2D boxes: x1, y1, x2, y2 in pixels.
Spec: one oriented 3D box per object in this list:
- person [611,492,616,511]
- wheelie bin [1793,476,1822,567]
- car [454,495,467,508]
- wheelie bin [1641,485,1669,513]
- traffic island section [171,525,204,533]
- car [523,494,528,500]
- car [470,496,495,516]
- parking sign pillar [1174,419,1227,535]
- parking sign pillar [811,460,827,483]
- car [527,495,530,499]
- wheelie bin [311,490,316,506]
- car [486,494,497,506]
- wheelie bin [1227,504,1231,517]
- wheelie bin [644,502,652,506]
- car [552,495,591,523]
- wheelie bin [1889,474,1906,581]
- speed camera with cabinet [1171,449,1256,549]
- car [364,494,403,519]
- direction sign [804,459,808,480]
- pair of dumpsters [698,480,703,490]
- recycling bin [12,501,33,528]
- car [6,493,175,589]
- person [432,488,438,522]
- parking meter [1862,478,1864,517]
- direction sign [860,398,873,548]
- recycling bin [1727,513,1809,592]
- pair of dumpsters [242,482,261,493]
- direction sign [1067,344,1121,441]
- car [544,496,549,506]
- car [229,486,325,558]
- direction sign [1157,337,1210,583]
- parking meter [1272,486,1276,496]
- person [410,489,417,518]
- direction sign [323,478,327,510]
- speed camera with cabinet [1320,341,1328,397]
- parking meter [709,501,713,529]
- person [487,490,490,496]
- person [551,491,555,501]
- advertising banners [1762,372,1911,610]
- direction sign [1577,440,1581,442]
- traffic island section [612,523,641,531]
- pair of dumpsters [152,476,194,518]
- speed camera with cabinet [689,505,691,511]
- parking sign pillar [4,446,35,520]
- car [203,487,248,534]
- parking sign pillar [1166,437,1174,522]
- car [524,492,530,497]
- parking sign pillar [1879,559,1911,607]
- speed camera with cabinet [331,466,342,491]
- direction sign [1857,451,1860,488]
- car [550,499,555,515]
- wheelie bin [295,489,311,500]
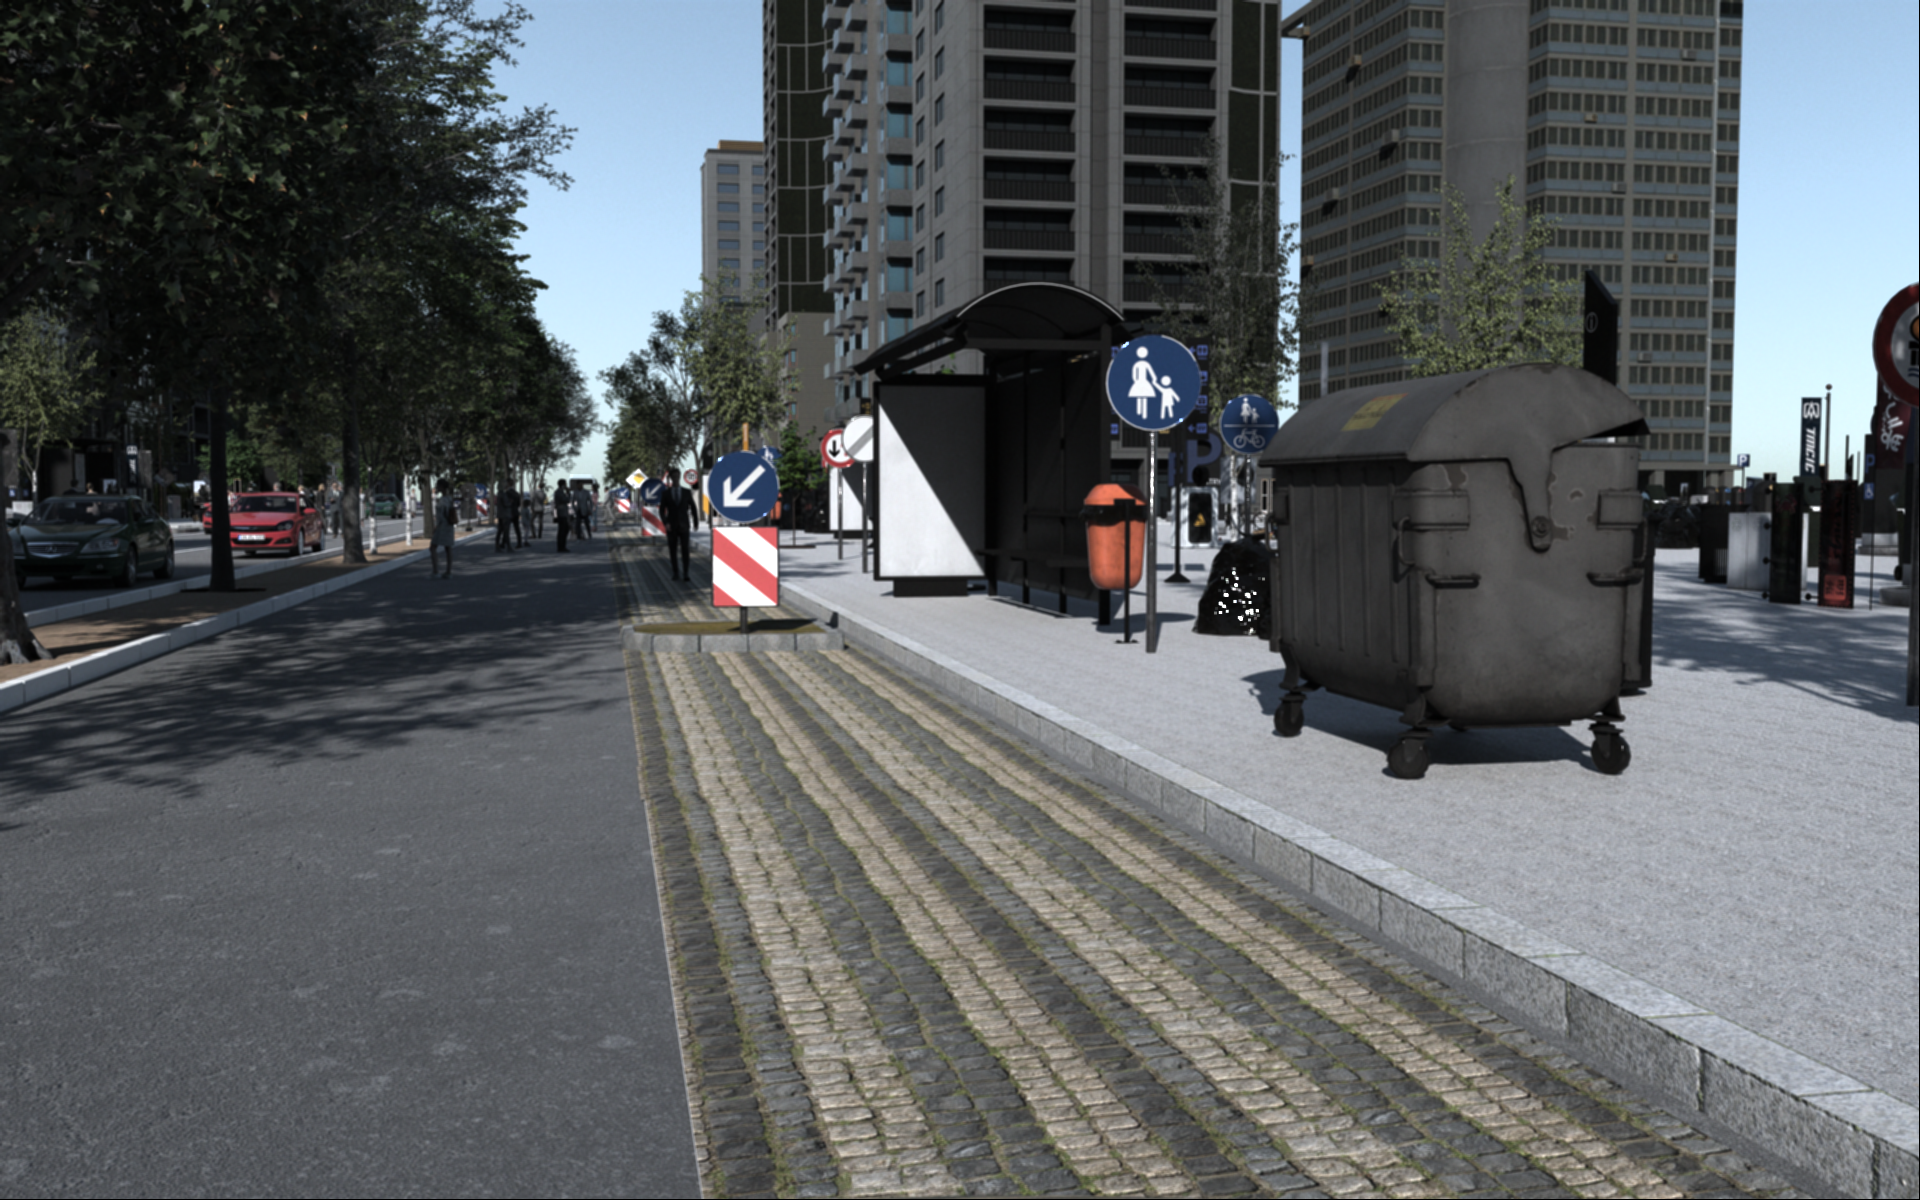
[{"bbox_3d":[-28.797,-8.147,143.513,0.589,1.601,0.330,0,4,-7],"label":"person"},{"bbox_3d":[14.868,-1.381,30.494,0.980,1.594,0.693,-2,4,-23],"label":"wheelie bin"},{"bbox_3d":[-44.306,-8.545,152.288,1.945,1.354,3.894,-1,4,-12],"label":"car"},{"bbox_3d":[23.414,-3.096,58.524,0.980,1.594,0.693,-1,4,-15],"label":"wheelie bin"},{"bbox_3d":[-29.435,-2.560,64.143,2.009,0.180,2.903,-1,4,-12],"label":"traffic island section"},{"bbox_3d":[-67.972,-15.709,269.209,2.083,1.381,4.827,-1,4,-12],"label":"car"},{"bbox_3d":[-31.289,-6.143,113.010,1.945,1.354,3.894,-1,4,-12],"label":"car"},{"bbox_3d":[7.659,-4.030,54.362,1.447,3.967,1.447,0,4,-4],"label":"parking sign pillar"},{"bbox_3d":[-9.112,-7.678,114.004,1.447,3.967,1.447,-1,4,-10],"label":"parking sign pillar"},{"bbox_3d":[-50.766,-11.920,206.889,2.014,1.417,4.499,-1,4,-12],"label":"car"},{"bbox_3d":[-53.612,-8.288,143.411,0.693,1.594,0.980,3,4,36],"label":"wheelie bin"},{"bbox_3d":[-56.507,-12.182,208.214,2.155,1.783,4.494,-1,4,-11],"label":"car"},{"bbox_3d":[12.998,-4.582,82.821,0.980,1.594,0.693,1,4,14],"label":"wheelie bin"},{"bbox_3d":[-24.248,-7.768,134.916,0.693,1.594,0.980,-2,4,-35],"label":"wheelie bin"},{"bbox_3d":[-19.509,-4.578,87.208,2.083,1.381,4.827,-1,4,-11],"label":"car"},{"bbox_3d":[14.155,-1.072,25.428,0.693,1.594,0.980,-3,5,-41],"label":"wheelie bin"},{"bbox_3d":[6.031,-2.861,41.110,2.038,3.252,0.660,-2,4,-25],"label":"speed camera with cabinet"},{"bbox_3d":[-33.522,-5.432,100.607,2.131,1.459,4.920,-1,4,-11],"label":"car"},{"bbox_3d":[-9.866,-7.118,108.370,0.876,3.537,0.379,-3,5,-41],"label":"direction sign"},{"bbox_3d":[-18.071,-7.506,125.223,1.574,2.255,4.437,-1,4,-12],"label":"pair of dumpsters"},{"bbox_3d":[-32.371,-2.899,59.949,0.722,1.027,0.722,-2,4,-30],"label":"recycling bin"},{"bbox_3d":[-13.920,-0.977,27.767,2.131,1.459,4.920,-1,4,-14],"label":"car"},{"bbox_3d":[-26.914,-4.873,88.740,0.524,1.755,0.480,2,4,34],"label":"person"},{"bbox_3d":[24.914,-2.548,47.369,0.255,1.863,0.399,-2,4,-26],"label":"parking meter"},{"bbox_3d":[-2.039,-2.997,41.002,0.379,3.537,0.876,3,5,42],"label":"direction sign"},{"bbox_3d":[10.813,-0.651,23.194,0.722,1.027,0.722,-1,4,-21],"label":"recycling bin"},{"bbox_3d":[-41.081,-5.891,98.809,1.574,2.255,4.437,-1,4,-12],"label":"pair of dumpsters"},{"bbox_3d":[1.900,-2.039,25.336,0.876,3.537,0.379,0,4,2],"label":"direction sign"},{"bbox_3d":[-52.729,-12.704,217.929,2.015,1.641,3.980,-1,4,-10],"label":"car"},{"bbox_3d":[-15.935,-1.898,40.076,2.155,1.783,4.494,-1,4,-11],"label":"car"},{"bbox_3d":[3.158,-2.022,25.062,0.876,3.537,0.379,0,4,3],"label":"direction sign"},{"bbox_3d":[10.158,-2.870,55.338,0.372,1.533,0.369,0,3,0],"label":"parking meter"},{"bbox_3d":[-32.800,-5.811,104.082,0.524,1.755,0.480,2,4,33],"label":"person"},{"bbox_3d":[-52.566,-9.244,143.136,0.379,3.537,0.876,-1,4,-22],"label":"direction sign"},{"bbox_3d":[4.836,-1.684,21.862,0.660,3.252,2.038,0,4,7],"label":"speed camera with cabinet"},{"bbox_3d":[-8.972,-3.524,63.330,0.399,1.863,0.255,0,4,1],"label":"parking meter"},{"bbox_3d":[-39.734,-8.425,146.648,0.661,1.777,0.834,-3,5,-44],"label":"person"},{"bbox_3d":[-49.767,-12.491,212.708,1.348,1.826,0.705,-3,4,-36],"label":"person"},{"bbox_3d":[9.878,-1.426,19.496,0.090,3.025,2.074,-1,4,-18],"label":"advertising banners"},{"bbox_3d":[18.872,-3.689,52.308,0.876,3.537,0.379,-3,4,-36],"label":"direction sign"},{"bbox_3d":[-14.127,-3.253,75.462,2.009,0.180,2.903,-1,4,-12],"label":"traffic island section"},{"bbox_3d":[-41.967,-5.507,92.536,1.574,2.255,4.437,-1,4,-12],"label":"pair of dumpsters"},{"bbox_3d":[-20.185,-8.545,134.049,0.660,3.252,2.038,1,4,23],"label":"speed camera with cabinet"},{"bbox_3d":[-50.609,-6.421,93.461,1.447,3.967,1.447,-1,4,-14],"label":"parking sign pillar"},{"bbox_3d":[-26.302,-3.307,63.102,2.155,1.783,4.494,-1,4,-12],"label":"car"},{"bbox_3d":[10.338,-5.647,80.804,1.447,3.967,1.447,3,4,37],"label":"parking sign pillar"},{"bbox_3d":[-70.462,-16.669,282.127,1.945,1.707,3.694,-1,4,-13],"label":"car"},{"bbox_3d":[11.387,-1.916,19.803,1.447,3.967,1.447,0,4,0],"label":"parking sign pillar"},{"bbox_3d":[-43.998,-7.873,123.053,0.660,3.252,2.038,-3,5,-44],"label":"speed camera with cabinet"},{"bbox_3d":[47.763,-6.124,92.131,0.379,3.537,0.876,2,4,25],"label":"direction sign"},{"bbox_3d":[-26.992,-6.494,118.537,2.083,1.381,4.827,-1,4,-12],"label":"car"},{"bbox_3d":[-46.117,-6.913,120.933,0.693,1.594,0.980,3,5,40],"label":"wheelie bin"}]
